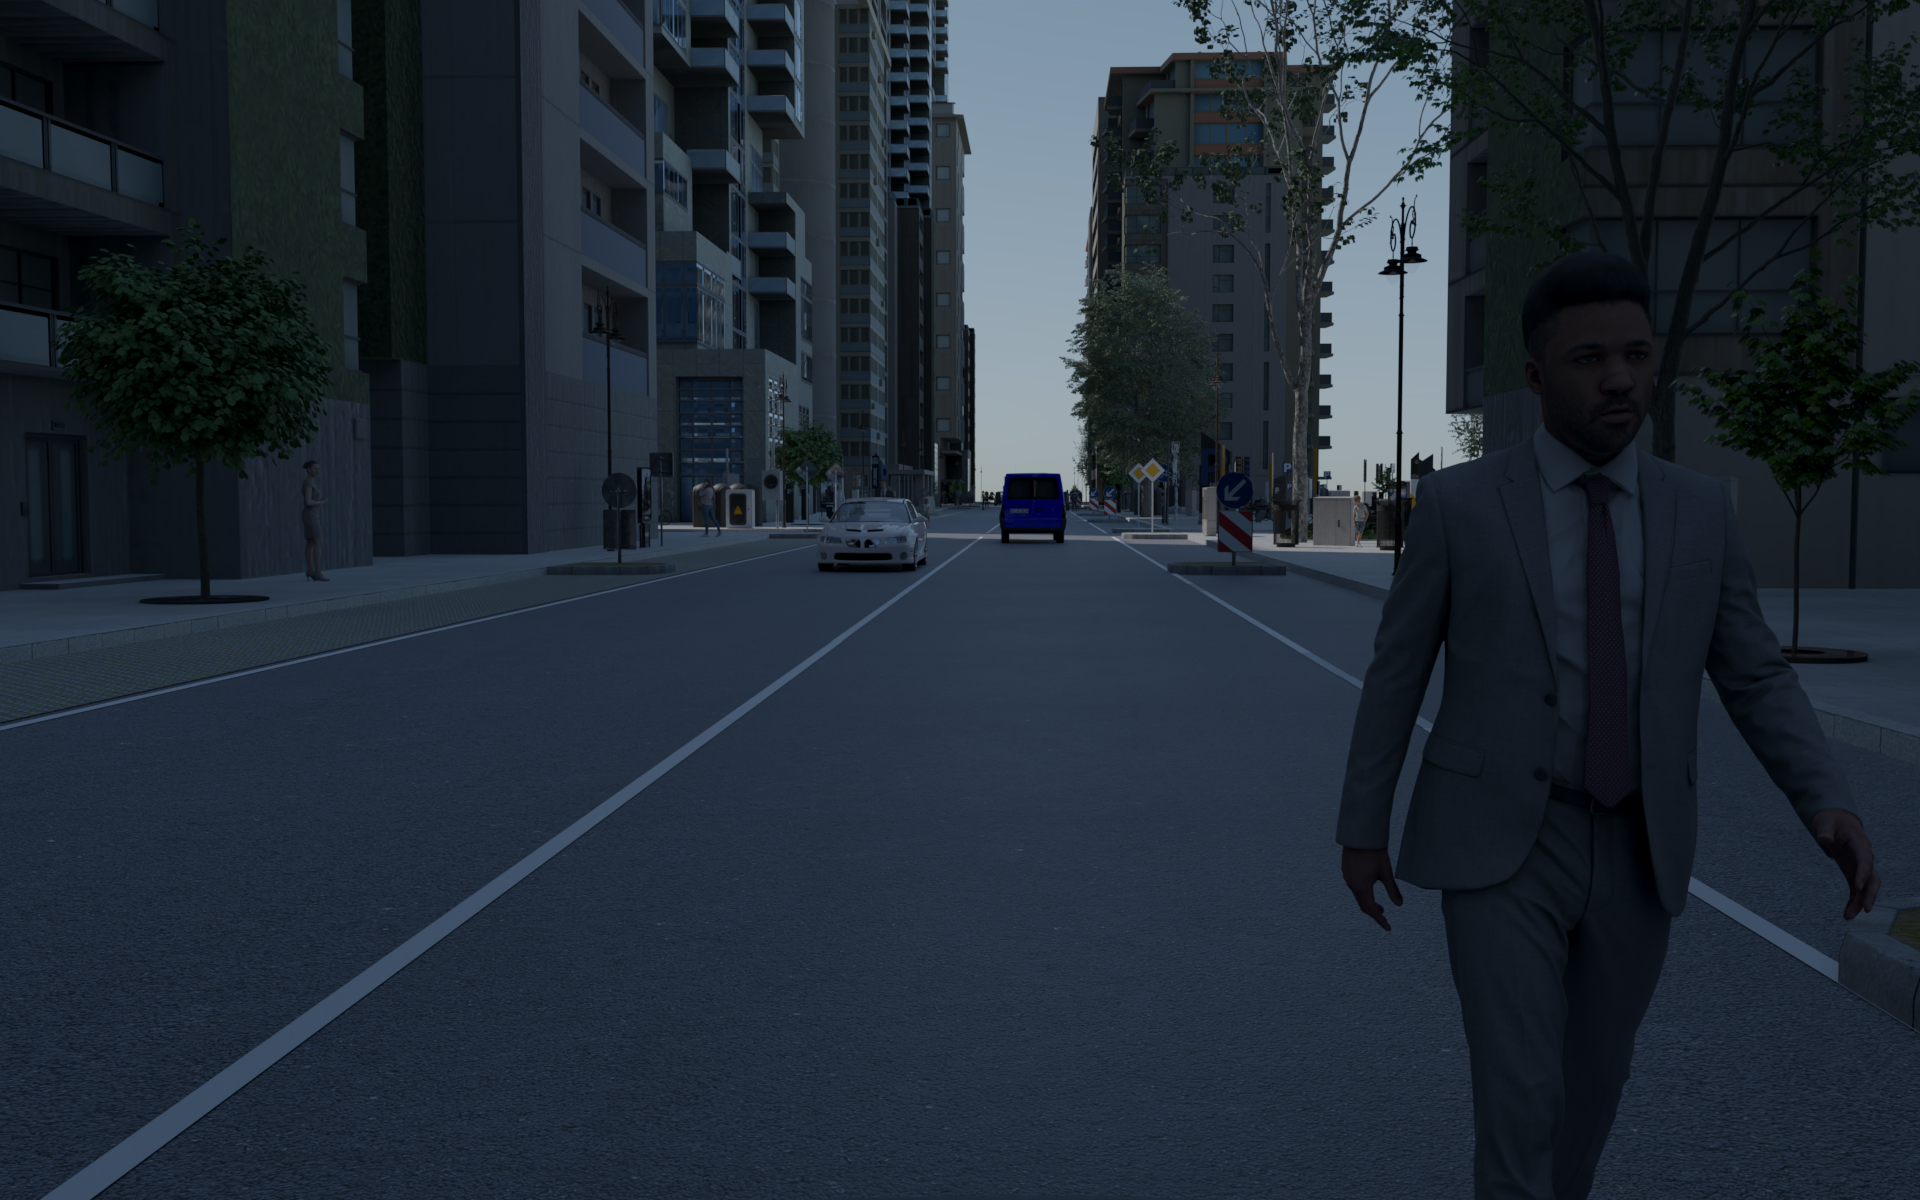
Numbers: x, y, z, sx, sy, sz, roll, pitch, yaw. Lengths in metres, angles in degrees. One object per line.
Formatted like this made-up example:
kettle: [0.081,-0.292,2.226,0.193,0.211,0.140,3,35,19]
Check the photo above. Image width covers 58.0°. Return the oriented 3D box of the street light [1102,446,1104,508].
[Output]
street light: [13.129,-11.371,158.696,0.468,5.910,1.993,0,4,3]

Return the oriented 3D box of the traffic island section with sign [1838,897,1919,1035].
traffic island section with sign: [3.539,0.250,4.535,1.989,1.847,2.006,0,4,3]

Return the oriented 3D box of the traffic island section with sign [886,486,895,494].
traffic island section with sign: [-3.594,-4.830,87.599,1.989,1.847,2.006,0,4,3]

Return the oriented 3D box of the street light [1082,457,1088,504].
street light: [15.700,-14.825,215.167,0.468,5.910,1.993,0,4,3]

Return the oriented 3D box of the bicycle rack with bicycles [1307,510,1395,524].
bicycle rack with bicycles: [12.021,-2.540,54.909,2.925,0.926,2.852,2,4,34]

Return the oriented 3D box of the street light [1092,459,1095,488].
street light: [14.451,-13.102,187.010,0.468,5.910,1.993,0,4,3]

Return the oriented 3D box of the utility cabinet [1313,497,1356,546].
utility cabinet: [9.310,-1.953,43.092,1.020,1.237,0.306,3,5,39]

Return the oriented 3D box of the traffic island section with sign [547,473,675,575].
traffic island section with sign: [-6.238,-1.389,31.333,1.989,1.847,2.006,0,4,3]

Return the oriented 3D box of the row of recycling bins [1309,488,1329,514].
row of recycling bins: [22.680,-6.352,110.965,1.069,1.692,3.534,3,4,38]

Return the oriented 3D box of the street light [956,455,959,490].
street light: [-0.323,-13.769,197.918,0.468,5.910,1.993,0,4,3]

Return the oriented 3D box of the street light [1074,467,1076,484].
street light: [18.324,-18.114,268.949,0.468,5.910,1.993,0,4,3]

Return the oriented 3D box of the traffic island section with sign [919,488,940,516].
traffic island section with sign: [-2.343,-6.477,114.525,1.989,1.847,2.006,0,4,3]

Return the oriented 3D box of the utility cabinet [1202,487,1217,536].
utility cabinet: [7.635,-2.716,53.091,0.318,1.500,1.173,0,4,1]

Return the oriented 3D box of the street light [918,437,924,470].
street light: [-3.139,-10.326,141.618,0.468,5.910,1.993,0,4,3]

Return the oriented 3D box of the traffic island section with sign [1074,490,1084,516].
traffic island section with sign: [8.667,-6.441,113.936,1.989,1.847,2.006,0,4,3]

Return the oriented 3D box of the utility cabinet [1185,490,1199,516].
utility cabinet: [13.398,-5.608,100.364,0.318,1.500,1.173,-1,4,-11]

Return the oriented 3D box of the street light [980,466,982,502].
street light: [3.453,-18.891,281.651,0.468,5.910,1.993,0,4,3]

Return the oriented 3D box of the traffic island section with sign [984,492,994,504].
traffic island section with sign: [3.862,-14.576,246.936,1.989,1.847,2.006,0,4,3]

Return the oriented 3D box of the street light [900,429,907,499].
street light: [-4.020,-9.189,123.031,0.468,5.910,1.993,0,4,3]

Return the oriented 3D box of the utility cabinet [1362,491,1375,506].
utility cabinet: [31.954,-7.746,135.325,1.173,1.500,0.318,-1,4,-22]

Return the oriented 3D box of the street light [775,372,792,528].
street light: [-6.695,-5.687,65.776,0.468,5.910,1.993,0,4,3]

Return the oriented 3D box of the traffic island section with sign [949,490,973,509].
traffic island section with sign: [-0.047,-9.481,163.641,1.989,1.847,2.006,0,4,3]

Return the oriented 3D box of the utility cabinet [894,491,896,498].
utility cabinet: [-4.264,-6.270,111.185,0.318,1.500,1.173,0,4,-3]

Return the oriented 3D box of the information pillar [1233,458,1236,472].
information pillar: [17.917,-7.440,112.994,0.183,3.616,0.504,1,4,21]

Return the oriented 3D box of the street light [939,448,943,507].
street light: [-1.875,-12.048,169.775,0.468,5.910,1.993,0,4,3]

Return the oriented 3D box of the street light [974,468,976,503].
street light: [2.208,-17.169,253.494,0.468,5.910,1.993,0,4,3]

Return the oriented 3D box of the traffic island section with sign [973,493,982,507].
traffic island section with sign: [1.242,-11.158,191.066,1.989,1.847,2.006,0,4,3]

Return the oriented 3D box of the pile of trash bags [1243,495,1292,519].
pile of trash bags: [16.025,-4.970,91.011,1.912,1.369,3.447,-3,5,-40]

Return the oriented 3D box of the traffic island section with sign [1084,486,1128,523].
traffic island section with sign: [7.398,-4.794,87.011,1.989,1.847,2.006,0,4,3]

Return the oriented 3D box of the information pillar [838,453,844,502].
information pillar: [-6.238,-6.031,89.953,0.183,3.616,0.504,-3,5,-41]

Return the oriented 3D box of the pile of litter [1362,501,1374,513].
pile of litter: [24.804,-5.560,104.878,1.176,0.858,1.719,2,4,31]

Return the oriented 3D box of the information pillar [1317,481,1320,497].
information pillar: [19.834,-5.613,96.264,0.304,2.012,0.304,1,4,18]

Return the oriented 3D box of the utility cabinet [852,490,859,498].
utility cabinet: [-5.230,-4.749,86.317,0.318,1.500,1.173,0,4,0]

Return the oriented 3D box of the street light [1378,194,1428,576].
street light: [6.893,-3.323,27.117,0.468,5.910,1.993,0,4,3]

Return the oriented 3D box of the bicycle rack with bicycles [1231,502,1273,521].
bicycle rack with bicycles: [13.810,-4.254,82.941,2.852,0.926,2.925,-2,4,-29]

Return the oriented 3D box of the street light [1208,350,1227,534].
street light: [8.257,-5.067,55.639,0.468,5.910,1.993,0,4,3]

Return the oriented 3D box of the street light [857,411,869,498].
street light: [-5.265,-7.428,94.241,0.468,5.910,1.993,0,4,3]

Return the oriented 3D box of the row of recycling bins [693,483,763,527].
row of recycling bins: [-9.041,-3.718,67.896,1.069,1.692,3.534,3,4,36]

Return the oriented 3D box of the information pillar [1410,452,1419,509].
information pillar: [25.231,-6.405,96.078,0.504,3.616,0.183,-1,4,-11]

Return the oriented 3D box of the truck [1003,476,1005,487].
truck: [8.271,-17.457,274.334,2.839,4.237,11.283,0,4,2]

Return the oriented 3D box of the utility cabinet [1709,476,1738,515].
utility cabinet: [9.137,-0.804,21.831,1.173,1.500,0.318,3,5,42]

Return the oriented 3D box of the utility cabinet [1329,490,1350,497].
utility cabinet: [22.135,-5.644,100.959,1.173,1.500,0.318,-1,4,-10]

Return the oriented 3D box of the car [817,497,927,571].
car: [-1.657,-1.312,33.811,2.083,1.381,4.827,0,4,3]

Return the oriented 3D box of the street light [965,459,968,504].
street light: [0.804,-15.405,224.661,0.468,5.910,1.993,0,4,3]

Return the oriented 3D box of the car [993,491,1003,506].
car: [5.283,-12.583,214.398,2.281,1.827,5.304,0,4,4]

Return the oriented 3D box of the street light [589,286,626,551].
street light: [-7.840,-4.032,38.708,0.468,5.910,1.993,0,4,3]

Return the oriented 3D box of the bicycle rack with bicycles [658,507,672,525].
bicycle rack with bicycles: [-13.241,-3.515,70.849,2.925,0.926,2.852,-1,4,-20]

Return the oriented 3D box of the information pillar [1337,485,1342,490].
information pillar: [30.161,-8.151,137.767,0.304,2.012,0.304,-3,5,-44]

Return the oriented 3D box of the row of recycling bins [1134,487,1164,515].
row of recycling bins: [11.472,-6.020,105.536,1.069,1.692,3.534,-1,4,-14]

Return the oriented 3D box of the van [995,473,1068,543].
van: [2.173,-2.927,52.237,2.240,2.365,5.245,0,4,2]

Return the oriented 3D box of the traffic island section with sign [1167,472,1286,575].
traffic island section with sign: [4.811,-1.402,31.546,1.989,1.847,2.006,0,4,3]
